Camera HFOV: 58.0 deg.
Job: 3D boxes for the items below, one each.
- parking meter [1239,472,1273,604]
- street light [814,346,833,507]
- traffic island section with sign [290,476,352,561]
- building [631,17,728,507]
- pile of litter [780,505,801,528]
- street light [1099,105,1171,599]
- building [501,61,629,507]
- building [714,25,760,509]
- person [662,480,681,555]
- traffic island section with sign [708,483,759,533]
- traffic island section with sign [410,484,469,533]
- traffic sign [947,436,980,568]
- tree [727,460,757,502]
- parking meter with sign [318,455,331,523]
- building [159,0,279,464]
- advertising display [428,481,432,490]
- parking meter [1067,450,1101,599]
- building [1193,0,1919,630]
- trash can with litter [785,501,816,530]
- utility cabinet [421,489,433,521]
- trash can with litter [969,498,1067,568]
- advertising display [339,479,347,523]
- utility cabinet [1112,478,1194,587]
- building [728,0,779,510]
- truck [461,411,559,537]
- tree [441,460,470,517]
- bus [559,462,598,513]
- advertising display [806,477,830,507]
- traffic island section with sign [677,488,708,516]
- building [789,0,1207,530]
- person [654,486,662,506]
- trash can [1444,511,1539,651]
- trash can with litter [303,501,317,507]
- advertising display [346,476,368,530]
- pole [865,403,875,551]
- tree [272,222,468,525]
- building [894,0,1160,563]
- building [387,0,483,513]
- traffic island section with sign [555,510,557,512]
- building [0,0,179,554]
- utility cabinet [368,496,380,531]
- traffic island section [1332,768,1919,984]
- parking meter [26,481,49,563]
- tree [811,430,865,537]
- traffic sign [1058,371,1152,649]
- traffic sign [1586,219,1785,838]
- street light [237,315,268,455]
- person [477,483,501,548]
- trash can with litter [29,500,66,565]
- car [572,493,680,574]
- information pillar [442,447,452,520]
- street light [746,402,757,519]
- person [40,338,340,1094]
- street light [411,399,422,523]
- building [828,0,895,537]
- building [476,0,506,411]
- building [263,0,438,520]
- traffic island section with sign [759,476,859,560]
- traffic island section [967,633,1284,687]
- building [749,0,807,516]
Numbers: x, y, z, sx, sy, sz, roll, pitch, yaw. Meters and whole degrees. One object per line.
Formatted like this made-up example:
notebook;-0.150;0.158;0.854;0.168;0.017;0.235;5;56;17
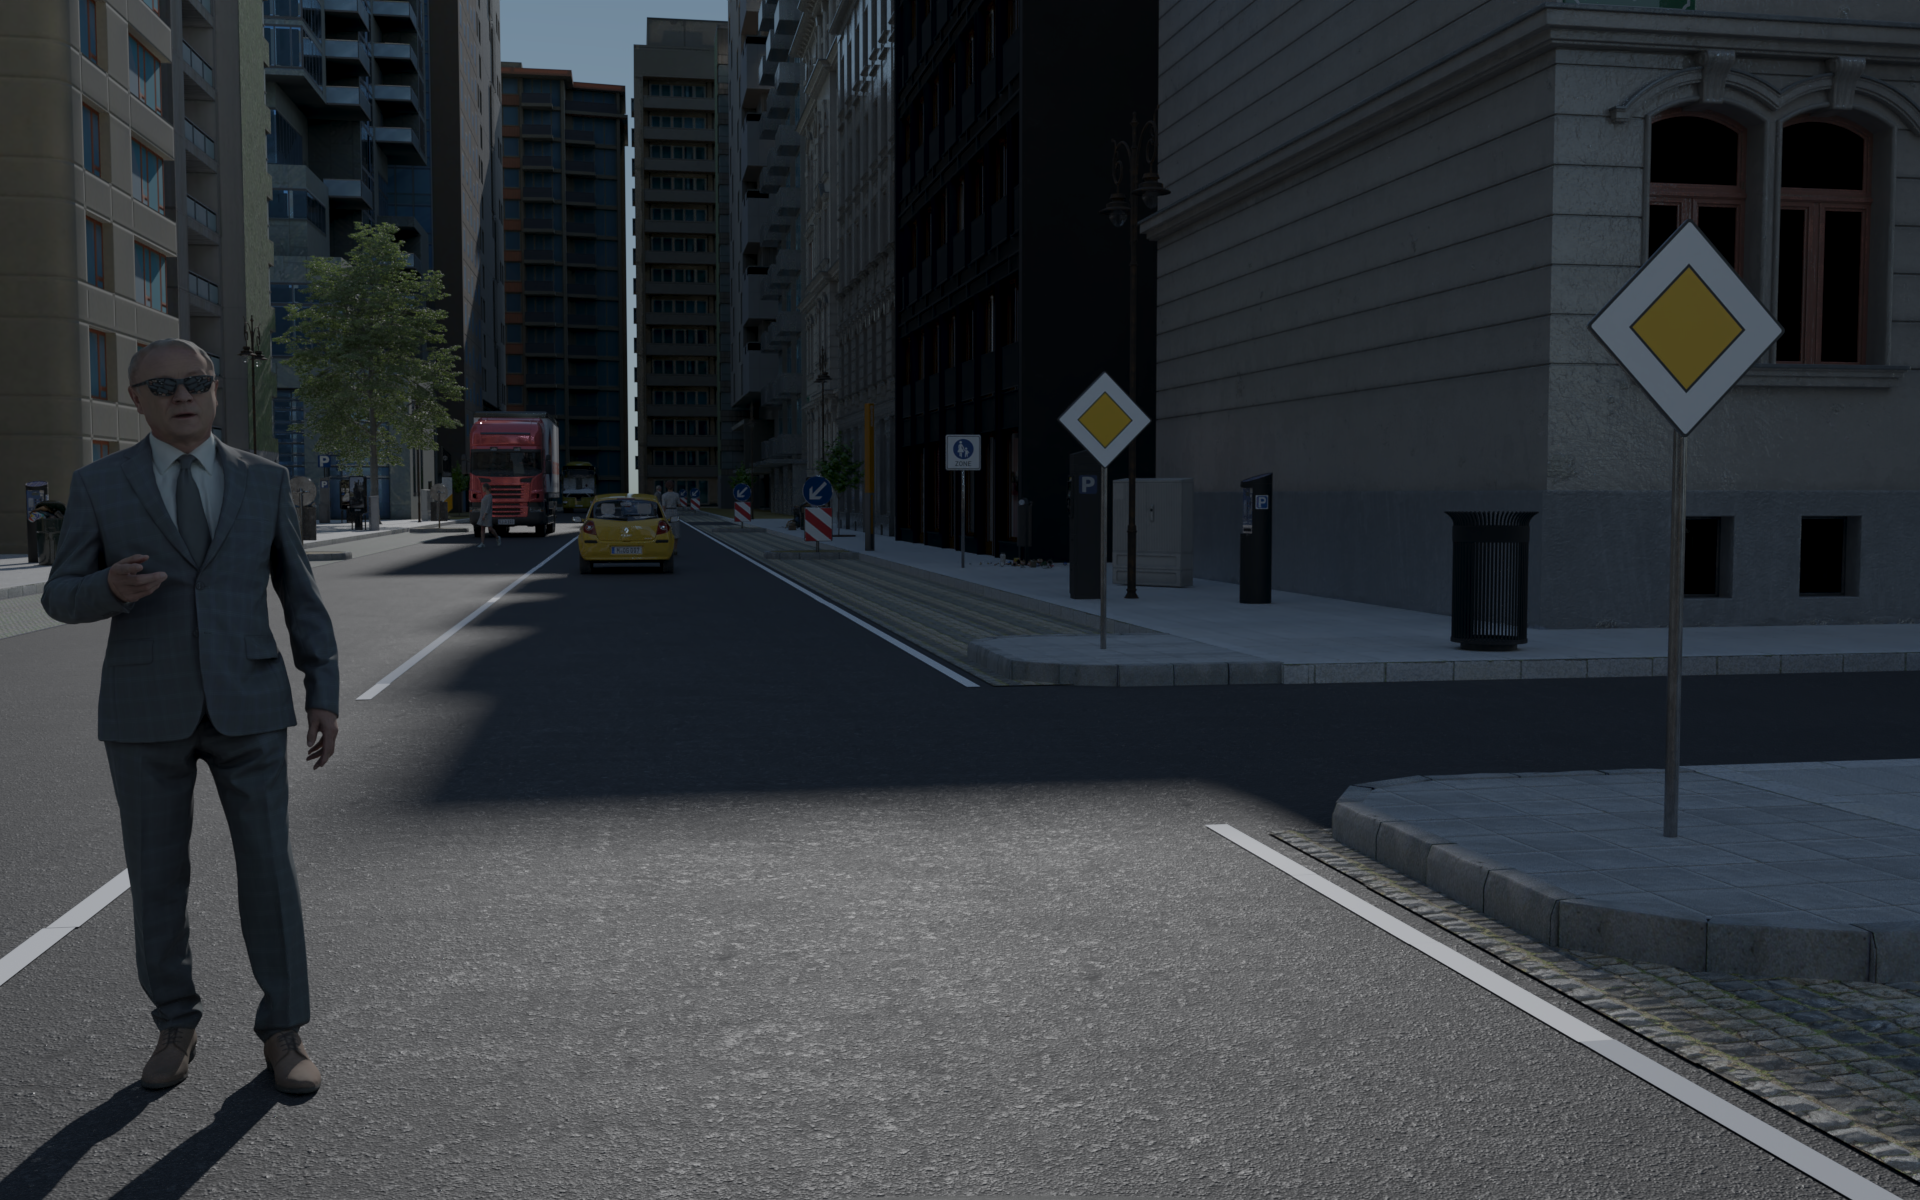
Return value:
parking meter;3.475;-0.729;20.332;0.372;1.533;0.369;0;3;0
street light;-4.275;-4.973;54.104;0.468;5.910;1.993;-1;4;-11
traffic island section with sign;-14.335;-1.773;37.621;1.989;1.847;2.006;-1;4;-11
building;-23.435;-34.163;182.259;21.600;48.544;21.300;-1;4;-11
pile of litter;-6.191;-3.220;66.611;1.719;0.858;1.176;1;4;22
street light;2.109;-2.956;21.123;0.468;5.910;1.993;-1;4;-11
building;-48.603;-32.010;177.991;28.867;44.769;22.147;-1;4;-11
building;-14.974;-28.904;156.175;14.154;41.232;14.086;-1;4;-11
person;-6.796;-1.935;40.702;0.480;1.755;0.524;-2;4;-26
traffic island section with sign;-8.330;-3.451;65.054;1.989;1.847;2.006;-1;4;-11
traffic island section with sign;-19.415;-3.426;64.648;1.989;1.847;2.006;-1;4;-11
traffic sign;0.051;-1.705;30.005;0.606;2.300;0.079;-1;4;-9
tree;-12.562;-6.399;99.231;1.663;3.219;1.824;0;3;0
parking meter with sign;-28.217;-4.929;76.854;0.543;3.016;1.738;-1;4;-18
building;-32.148;-22.917;58.291;14.154;41.232;14.086;-1;4;-11
advertising display;-25.905;-4.862;84.711;0.123;1.923;0.974;-1;4;-13
parking meter;1.520;-0.945;21.170;0.399;1.863;0.255;-1;4;-9
building;15.266;-14.450;23.649;23.554;28.519;14.401;-1;4;-11
trash can with litter;-5.648;-3.052;61.285;1.055;1.170;0.624;-1;4;-15
utility cabinet;-25.582;-4.556;83.177;0.318;1.500;1.173;0;4;-5
trash can with litter;1.112;-1.208;30.812;1.678;1.210;2.233;-1;4;-8
advertising display;-27.034;-4.379;76.810;0.123;1.923;0.974;3;5;40
utility cabinet;2.667;-0.940;24.049;1.173;1.500;0.318;3;5;43
building;-3.961;-33.458;136.270;28.713;52.752;27.495;-1;4;-11
truck;-15.641;-4.413;61.062;2.839;4.237;11.283;-1;4;-10
tree;-28.738;-6.374;98.810;1.663;3.219;1.824;0;3;0
bus;-29.621;-8.768;134.898;2.896;3.916;12.252;-1;4;-11
advertising display;-5.321;-3.656;64.985;0.974;1.923;0.123;1;4;23
traffic island section with sign;-17.716;-6.504;114.973;1.989;1.847;2.006;-1;4;-11
building;0.245;-17.770;77.929;14.401;28.519;23.554;-1;4;-11
person;-12.125;-3.736;69.987;0.834;1.777;0.661;-2;4;-31
trash can;4.375;-0.162;14.301;0.748;1.137;0.748;0;3;0
trash can with litter;-24.503;-3.278;64.984;0.624;1.170;1.055;-1;4;-16
advertising display;-21.418;-3.452;61.647;0.974;1.923;0.123;3;5;39
pole;-2.038;-2.764;39.029;0.158;3.312;0.155;0;3;0
tree;-24.479;-9.422;72.182;7.486;12.596;7.792;0;3;0
building;5.719;-12.879;40.250;12.332;23.373;15.834;-1;4;-11
building;-41.392;-28.816;121.252;14.600;45.320;14.200;-1;4;-11
traffic island section with sign;-33.565;-8.027;139.870;1.989;1.847;2.006;-1;4;-11
building;-31.503;-11.227;28.600;27.650;21.520;28.899;-1;4;-11
utility cabinet;-20.635;-3.045;60.952;0.306;1.237;1.020;-1;4;-23
traffic island section;2.680;0.965;6.506;2.009;0.180;2.903;-1;4;-11
parking meter;-17.251;-1.467;32.404;0.372;1.533;0.369;0;3;0
tree;-3.516;-3.517;52.099;1.663;3.219;1.824;0;3;0
traffic sign;1.183;-0.650;14.272;0.795;2.450;0.064;-1;4;-11
traffic sign;2.659;-0.170;6.424;0.795;2.450;0.064;-1;4;-11
street light;-18.274;-4.409;44.869;0.468;5.910;1.993;-1;4;-11
person;-12.720;-2.288;46.653;0.466;1.731;0.760;2;4;25
trash can with litter;-16.497;-1.221;31.345;0.624;1.170;1.055;-2;4;-28
car;-6.272;-1.366;32.553;2.015;1.641;3.980;-1;4;-11
information pillar;-25.386;-5.769;85.679;0.504;3.616;0.183;-3;5;-40
street light;-10.480;-7.005;87.318;0.468;5.910;1.993;-1;4;-11
person;-1.817;0.277;4.148;0.661;1.801;0.590;-2;4;-29
street light;-24.369;-6.429;77.908;0.468;5.910;1.993;-1;4;-11
building;1.579;-12.717;57.073;9.793;20.994;18.267;-1;4;-11
building;-51.860;-33.824;142.256;27.495;52.752;28.713;-1;4;-11
building;-41.249;-47.975;97.070;22.319;86.520;31.000;-1;4;-11
traffic island section with sign;-3.346;-1.829;38.530;1.989;1.847;2.006;-1;4;-11
traffic island section;1.205;0.485;14.354;2.009;0.180;2.903;-1;4;-11
building;-0.757;-29.844;107.557;23.786;49.044;30.456;-1;4;-11
